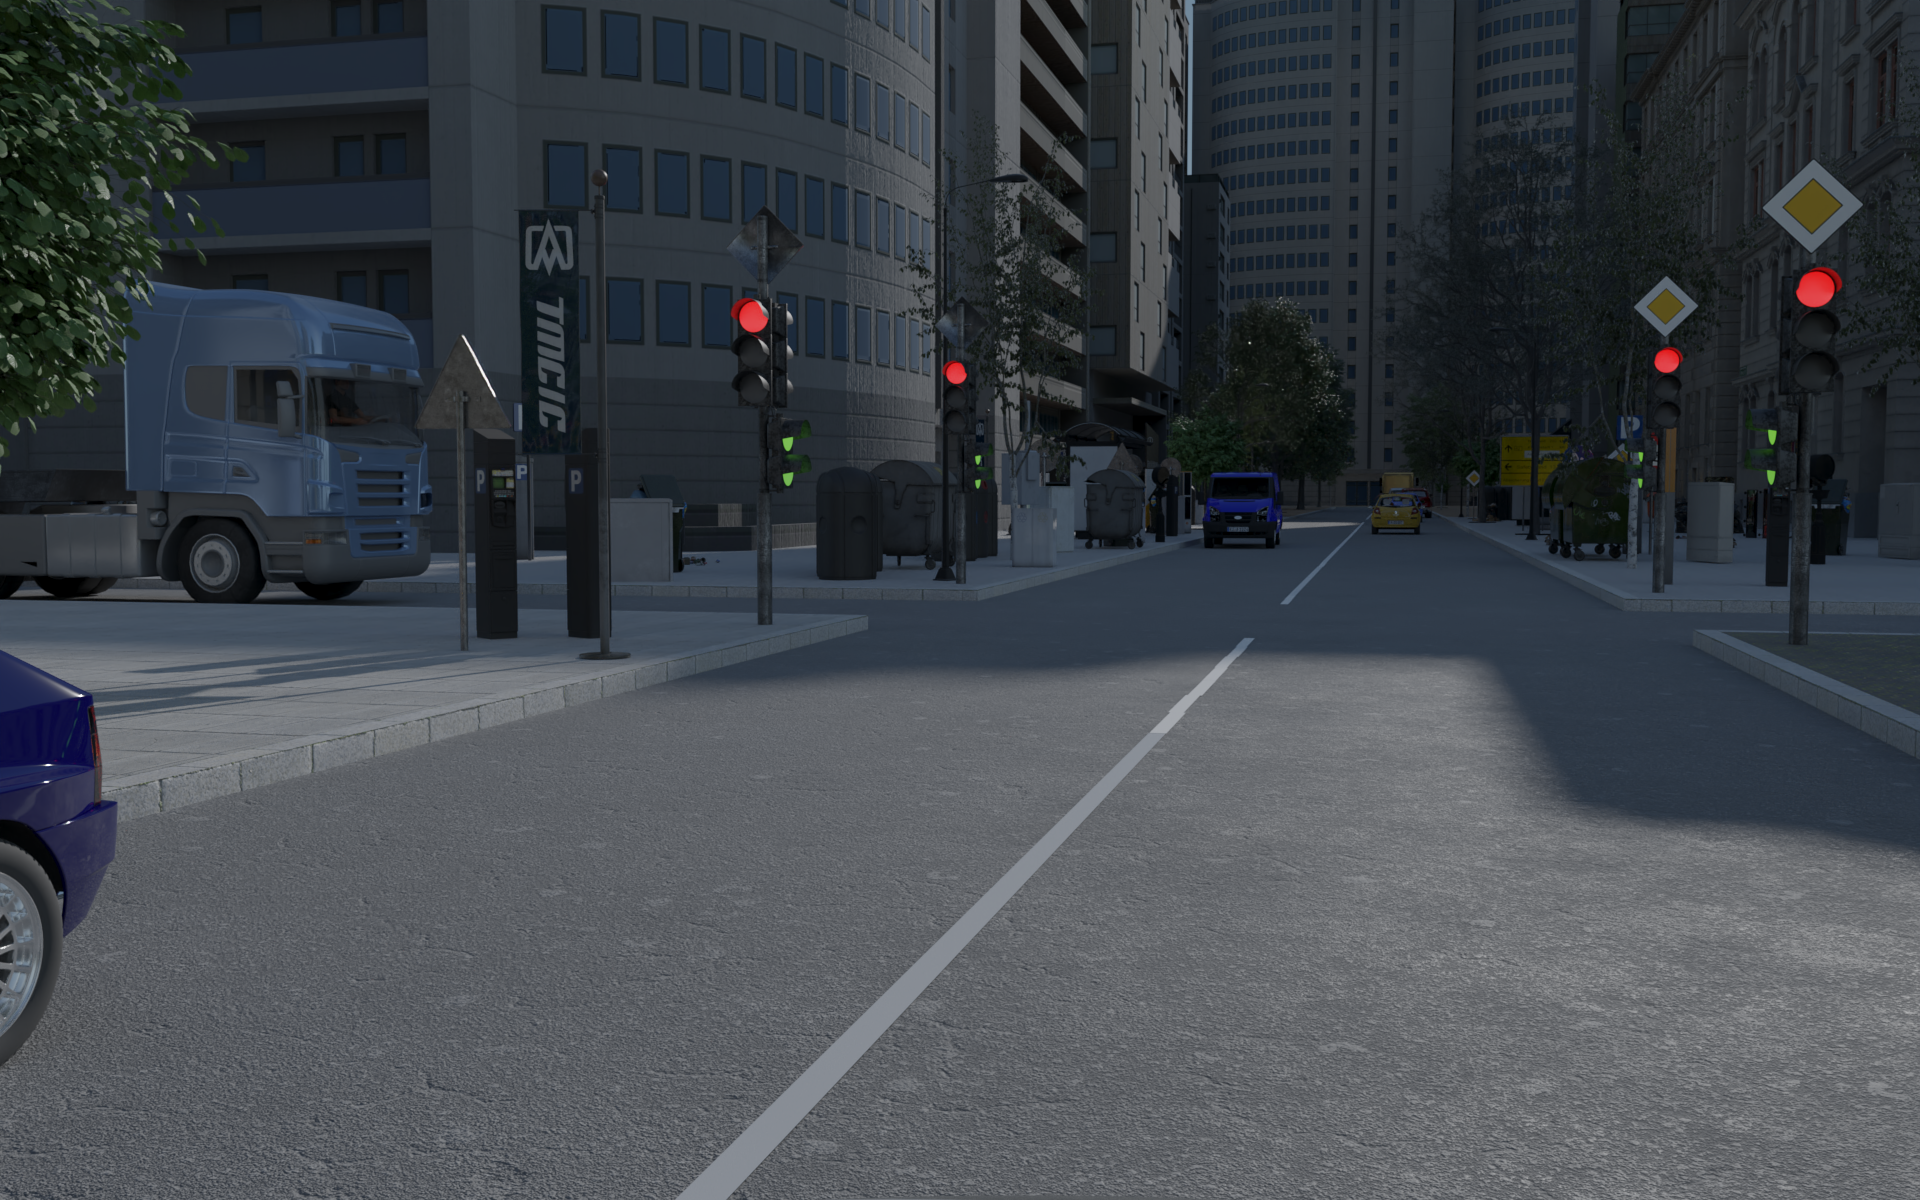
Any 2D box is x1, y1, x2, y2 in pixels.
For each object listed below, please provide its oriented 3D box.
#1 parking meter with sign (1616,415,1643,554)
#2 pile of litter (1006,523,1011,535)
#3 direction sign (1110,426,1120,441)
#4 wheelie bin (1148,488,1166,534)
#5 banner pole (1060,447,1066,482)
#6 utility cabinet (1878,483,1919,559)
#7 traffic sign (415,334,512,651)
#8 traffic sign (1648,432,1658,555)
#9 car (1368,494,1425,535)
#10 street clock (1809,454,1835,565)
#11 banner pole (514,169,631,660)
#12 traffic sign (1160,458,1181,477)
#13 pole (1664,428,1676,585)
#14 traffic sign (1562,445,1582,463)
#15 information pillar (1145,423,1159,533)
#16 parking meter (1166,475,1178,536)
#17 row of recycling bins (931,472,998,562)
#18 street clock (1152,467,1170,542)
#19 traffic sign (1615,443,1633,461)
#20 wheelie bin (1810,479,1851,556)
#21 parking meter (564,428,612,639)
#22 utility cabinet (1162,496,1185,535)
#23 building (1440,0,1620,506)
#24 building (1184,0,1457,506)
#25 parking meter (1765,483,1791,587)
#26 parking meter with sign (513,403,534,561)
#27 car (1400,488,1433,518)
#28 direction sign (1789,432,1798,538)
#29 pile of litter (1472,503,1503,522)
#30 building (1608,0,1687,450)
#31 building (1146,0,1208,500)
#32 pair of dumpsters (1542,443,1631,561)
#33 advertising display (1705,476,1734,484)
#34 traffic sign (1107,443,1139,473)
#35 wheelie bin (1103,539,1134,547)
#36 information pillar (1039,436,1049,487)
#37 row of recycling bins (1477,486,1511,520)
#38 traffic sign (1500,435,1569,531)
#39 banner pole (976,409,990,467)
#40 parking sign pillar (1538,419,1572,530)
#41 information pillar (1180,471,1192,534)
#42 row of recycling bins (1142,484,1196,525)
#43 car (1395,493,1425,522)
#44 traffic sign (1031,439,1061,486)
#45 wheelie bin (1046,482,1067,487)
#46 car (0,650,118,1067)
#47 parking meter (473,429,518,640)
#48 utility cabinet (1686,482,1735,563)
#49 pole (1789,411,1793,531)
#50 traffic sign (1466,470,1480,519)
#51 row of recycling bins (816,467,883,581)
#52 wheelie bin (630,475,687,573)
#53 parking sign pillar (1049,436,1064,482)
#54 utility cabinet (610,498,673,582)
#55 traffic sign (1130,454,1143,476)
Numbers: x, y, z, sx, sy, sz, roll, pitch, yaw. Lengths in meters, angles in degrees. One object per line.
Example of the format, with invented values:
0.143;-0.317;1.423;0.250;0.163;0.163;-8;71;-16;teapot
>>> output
14.576;-2.530;37.623;0.543;3.016;1.738;1;4;17;parking meter with sign
2.219;-2.474;54.422;1.719;0.858;1.176;-1;4;-13;pile of litter
5.165;-4.020;57.726;0.379;3.537;0.876;-1;4;-16;direction sign
6.537;-2.967;56.410;0.693;1.594;0.980;1;4;22;wheelie bin
4.758;-5.574;81.147;0.863;3.779;0.401;3;5;40;banner pole
18.654;-1.568;34.313;0.318;1.500;1.173;0;4;0;utility cabinet
-4.060;-0.863;14.116;0.884;2.594;0.081;1;4;16;traffic sign
14.607;-2.238;36.588;0.884;2.594;0.081;1;4;14;traffic sign
15.788;-3.208;62.668;2.015;1.641;3.980;1;4;14;car
15.649;-1.650;31.547;0.471;2.002;0.358;-1;4;-19;street clock
-3.015;-1.434;13.471;0.863;3.779;0.401;0;4;0;banner pole
7.328;-3.689;60.426;0.768;2.556;0.104;1;4;21;traffic sign
10.024;-1.876;24.510;0.158;3.312;0.155;0;3;0;pole
15.973;-2.736;44.841;0.768;2.556;0.104;1;4;19;traffic sign
6.335;-4.035;57.323;0.504;3.616;0.183;-2;4;-27;information pillar
6.437;-2.864;52.533;0.255;1.863;0.399;2;4;30;parking meter
0.071;-1.674;34.486;1.069;1.692;3.534;1;4;10;row of recycling bins
5.324;-2.535;46.022;0.471;2.002;0.358;-3;5;-41;street clock
14.906;-2.314;39.019;0.795;2.450;0.064;1;4;17;traffic sign
18.228;-1.739;36.346;0.980;1.594;0.693;3;5;45;wheelie bin
-3.331;-0.599;15.502;0.399;1.863;0.255;3;5;44;parking meter
6.727;-2.673;54.865;0.306;1.237;1.020;3;5;40;utility cabinet
68.152;-39.580;189.136;28.212;58.520;21.231;1;4;14;building
40.770;-40.043;196.707;28.212;58.520;21.231;1;4;14;building
11.364;-1.122;24.053;0.255;1.863;0.399;1;4;19;parking meter
-8.636;-2.310;34.033;0.543;3.016;1.738;-2;4;-25;parking meter with sign
27.401;-5.866;104.587;2.281;1.827;5.304;1;4;13;car
24.255;-3.556;50.141;0.379;3.537;0.876;1;4;15;direction sign
24.817;-4.127;81.447;1.176;0.858;1.719;-1;4;-8;pile of litter
44.719;-20.061;99.697;14.160;30.474;14.107;1;4;14;building
9.349;-42.782;137.744;20.563;71.187;20.611;1;4;14;building
12.703;-1.978;34.840;1.574;2.255;4.437;1;4;14;pair of dumpsters
27.741;-3.555;63.339;0.974;1.923;0.123;1;4;20;advertising display
4.087;-2.680;43.829;0.884;2.594;0.081;1;4;20;traffic sign
3.822;-2.110;42.412;0.980;1.594;0.693;-2;4;-25;wheelie bin
3.339;-4.725;68.602;0.504;3.616;0.183;3;5;40;information pillar
26.583;-4.765;85.023;3.534;1.692;1.069;-3;5;-44;row of recycling bins
19.858;-4.041;59.939;2.265;3.308;0.079;1;4;14;traffic sign
0.679;-3.735;51.077;0.401;3.779;0.863;2;4;35;banner pole
21.167;-4.493;61.938;1.447;3.967;1.447;-1;4;-18;parking sign pillar
7.327;-3.166;56.263;0.304;2.012;0.304;-1;4;-16;information pillar
8.007;-3.961;71.878;3.534;1.692;1.069;1;4;12;row of recycling bins
22.836;-4.844;88.783;1.945;1.707;3.694;1;4;14;car
1.932;-2.433;39.889;0.768;2.556;0.104;1;4;16;traffic sign
2.528;-2.312;45.710;0.980;1.594;0.693;0;4;-7;wheelie bin
-3.562;0.576;3.164;1.945;1.354;3.894;1;4;16;car
-4.127;-0.592;15.398;0.255;1.863;0.399;-3;4;-39;parking meter
14.040;-1.451;32.397;0.318;1.500;1.173;0;4;-4;utility cabinet
20.347;-2.984;42.632;0.158;3.312;0.155;0;3;0;pole
24.619;-5.002;82.975;0.795;2.450;0.064;1;4;18;traffic sign
-1.749;-1.240;27.386;1.069;1.692;3.534;0;4;0;row of recycling bins
-4.960;-1.245;28.270;0.980;1.594;0.693;-3;5;-42;wheelie bin
4.137;-5.564;79.443;1.447;3.967;1.447;3;5;43;parking sign pillar
-4.744;-0.872;25.418;1.020;1.237;0.306;0;4;-1;utility cabinet
5.485;-3.399;55.688;0.768;2.556;0.104;1;4;20;traffic sign
